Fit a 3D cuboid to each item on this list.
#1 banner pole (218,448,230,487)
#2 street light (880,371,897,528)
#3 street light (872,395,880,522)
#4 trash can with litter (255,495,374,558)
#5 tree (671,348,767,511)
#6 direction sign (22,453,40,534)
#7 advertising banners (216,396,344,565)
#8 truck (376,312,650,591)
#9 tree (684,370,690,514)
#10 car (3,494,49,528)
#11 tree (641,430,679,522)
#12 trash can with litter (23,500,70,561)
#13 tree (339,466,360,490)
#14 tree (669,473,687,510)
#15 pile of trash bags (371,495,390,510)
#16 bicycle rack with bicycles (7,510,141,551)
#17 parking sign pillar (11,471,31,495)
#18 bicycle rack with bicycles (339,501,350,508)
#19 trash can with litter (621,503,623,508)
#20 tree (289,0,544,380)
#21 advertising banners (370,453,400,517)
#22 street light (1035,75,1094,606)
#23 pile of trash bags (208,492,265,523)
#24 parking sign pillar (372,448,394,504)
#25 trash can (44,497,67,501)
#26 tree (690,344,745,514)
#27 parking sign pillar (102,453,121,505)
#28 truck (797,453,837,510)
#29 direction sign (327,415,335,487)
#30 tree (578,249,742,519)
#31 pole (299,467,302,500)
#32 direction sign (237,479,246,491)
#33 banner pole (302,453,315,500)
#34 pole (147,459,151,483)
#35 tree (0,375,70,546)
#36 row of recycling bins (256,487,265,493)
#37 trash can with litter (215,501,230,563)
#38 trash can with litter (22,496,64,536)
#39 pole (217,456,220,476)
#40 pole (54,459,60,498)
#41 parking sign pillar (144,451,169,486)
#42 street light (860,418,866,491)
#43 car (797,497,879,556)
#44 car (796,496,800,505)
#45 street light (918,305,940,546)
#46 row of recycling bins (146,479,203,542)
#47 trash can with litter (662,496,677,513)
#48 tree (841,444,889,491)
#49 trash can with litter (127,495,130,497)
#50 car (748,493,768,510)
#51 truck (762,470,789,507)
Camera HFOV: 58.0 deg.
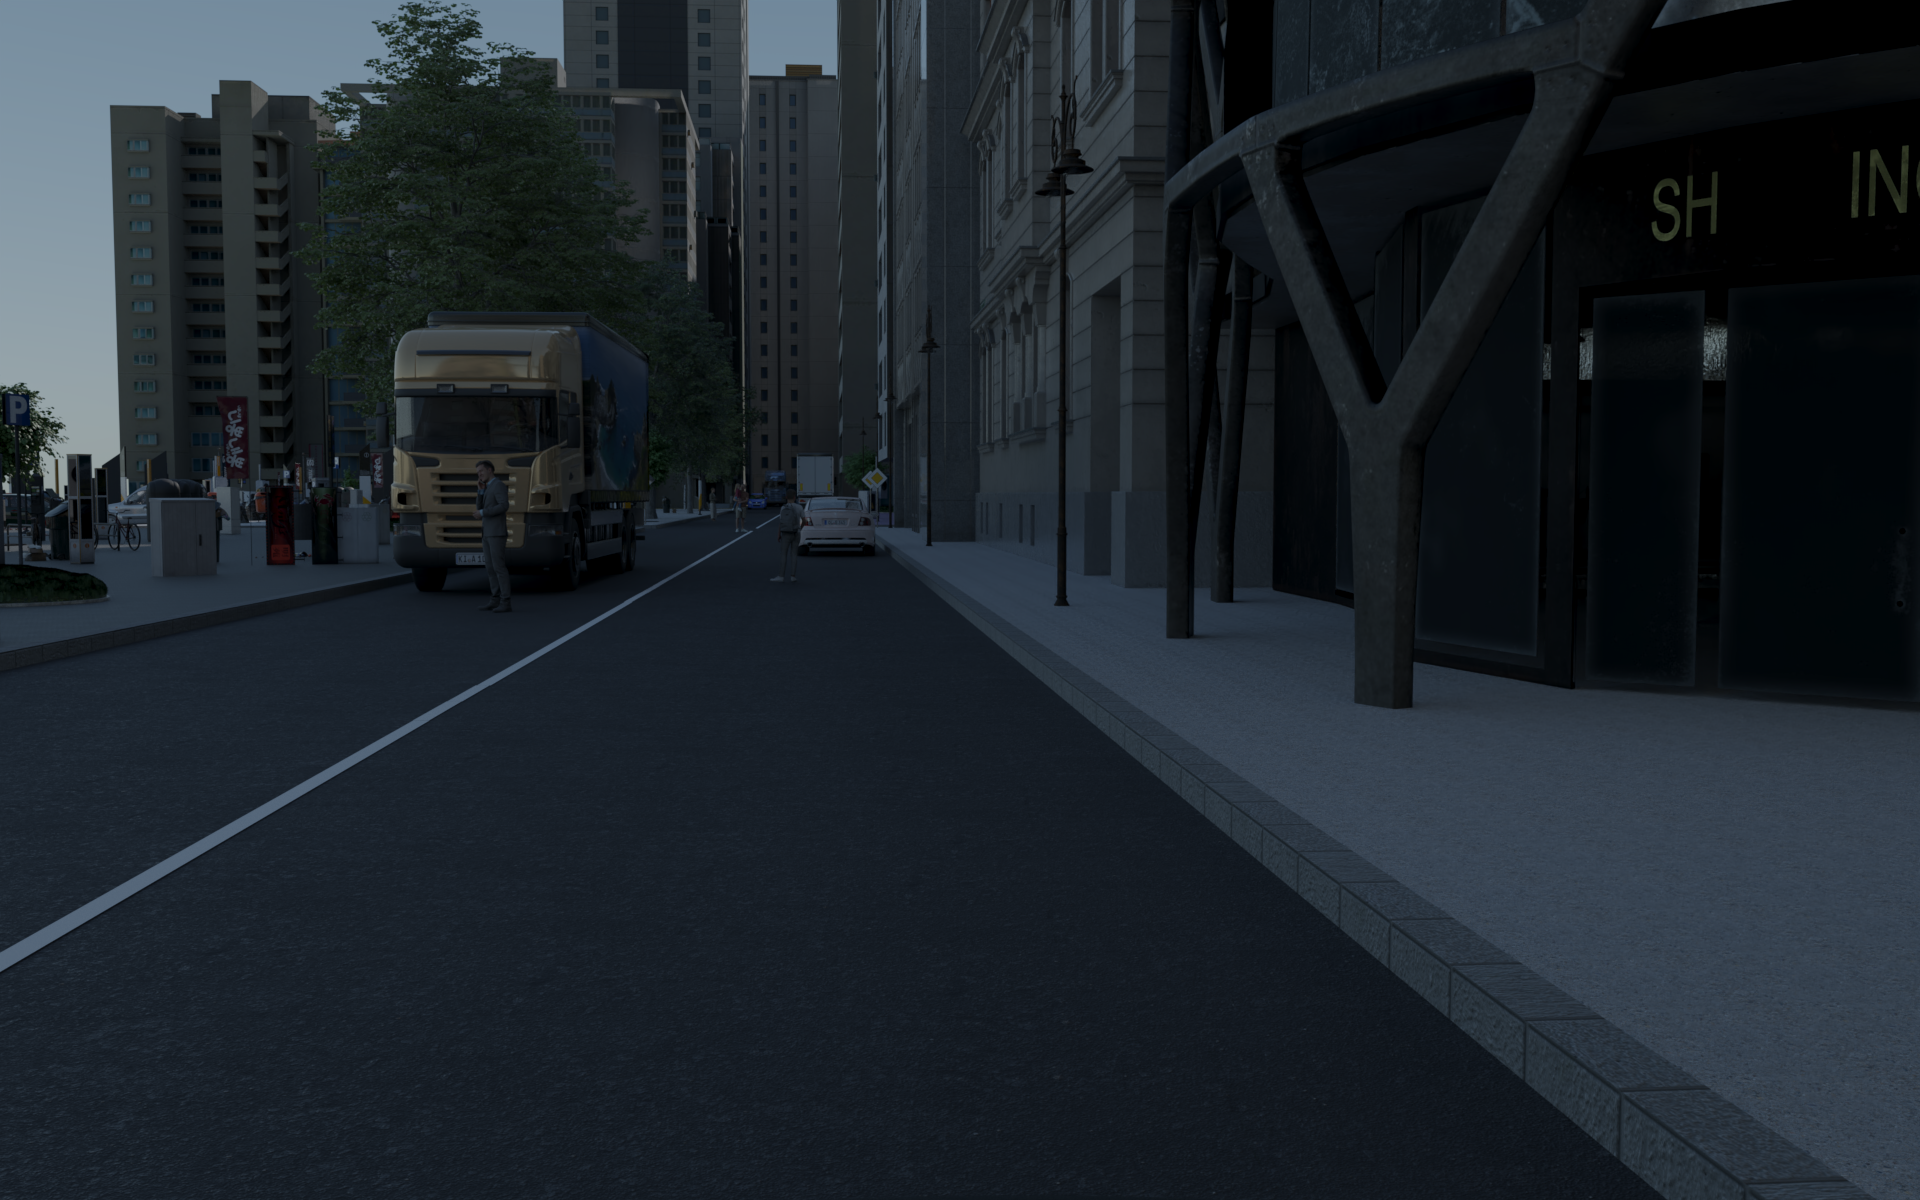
[{"bbox_3d":[-40.036,-6.371,94.182,0.401,3.779,0.863,2,4,32],"label":"banner pole"},{"bbox_3d":[-2.618,-5.645,65.076,0.468,5.910,1.993,0,4,-5],"label":"street light"},{"bbox_3d":[-3.838,-6.594,80.592,0.468,5.910,1.993,0,4,-5],"label":"street light"},{"bbox_3d":[-13.052,-1.482,35.292,2.233,1.210,1.678,0,4,-5],"label":"trash can with litter"},{"bbox_3d":[-19.448,-13.092,131.059,9.611,12.733,9.660,0,3,0],"label":"tree"},{"bbox_3d":[-30.146,-3.905,55.845,0.876,3.537,0.379,-1,4,-18],"label":"direction sign"},{"bbox_3d":[-12.244,-2.142,31.216,2.074,3.025,0.090,-1,4,-19],"label":"advertising banners"},{"bbox_3d":[-7.073,-2.451,28.992,2.839,4.237,11.283,0,4,-4],"label":"truck"},{"bbox_3d":[-12.467,-8.069,50.050,7.486,12.596,7.792,0,3,0],"label":"tree"},{"bbox_3d":[-36.354,-3.527,67.461,4.222,1.686,2.009,0,4,-6],"label":"car"},{"bbox_3d":[-14.585,-5.885,79.941,4.285,4.588,4.351,0,3,0],"label":"tree"},{"bbox_3d":[-17.520,-1.347,33.408,0.624,1.170,1.055,3,4,38],"label":"trash can with litter"},{"bbox_3d":[-40.986,-7.430,116.085,1.663,3.219,1.824,0,3,0],"label":"tree"},{"bbox_3d":[-22.464,-11.703,141.711,4.360,8.622,3.978,0,3,0],"label":"tree"},{"bbox_3d":[-30.384,-4.946,90.623,3.447,1.369,1.912,3,4,36],"label":"pile of trash bags"},{"bbox_3d":[-20.228,-1.581,39.228,2.852,0.926,2.925,-3,5,-44],"label":"bicycle rack with bicycles"},{"bbox_3d":[-71.211,-8.739,131.358,1.447,3.967,1.447,-1,4,-21],"label":"parking sign pillar"},{"bbox_3d":[-31.067,-4.372,84.857,2.852,0.926,2.925,-1,4,-16],"label":"bicycle rack with bicycles"},{"bbox_3d":[-23.342,-6.566,118.409,1.678,1.210,2.233,2,4,25],"label":"trash can with litter"},{"bbox_3d":[-11.805,-7.495,40.666,7.486,12.596,7.792,0,3,0],"label":"tree"},{"bbox_3d":[-23.944,-4.729,73.510,2.074,3.025,0.090,0,4,-3],"label":"advertising banners"},{"bbox_3d":[1.169,-2.871,19.722,0.468,5.910,1.993,0,4,-5],"label":"street light"},{"bbox_3d":[-34.595,-4.522,83.680,3.447,1.369,1.912,-3,4,-36],"label":"pile of trash bags"},{"bbox_3d":[-32.306,-6.661,97.382,1.447,3.967,1.447,0,4,-3],"label":"parking sign pillar"},{"bbox_3d":[-39.455,-3.898,75.386,0.748,1.137,0.748,0,3,0],"label":"trash can"},{"bbox_3d":[-18.165,-11.959,113.650,7.486,12.596,7.792,0,3,0],"label":"tree"},{"bbox_3d":[-53.845,-7.446,110.218,1.447,3.967,1.447,0,4,-3],"label":"parking sign pillar"},{"bbox_3d":[-10.302,-8.282,124.331,2.839,4.237,11.283,0,4,-4],"label":"truck"},{"bbox_3d":[-18.156,-3.551,50.052,0.379,3.537,0.876,-1,4,-9],"label":"direction sign"},{"bbox_3d":[-16.043,-11.147,88.911,9.857,13.997,8.962,0,3,0],"label":"tree"},{"bbox_3d":[-50.027,-8.416,131.438,0.158,3.312,0.155,0,3,0],"label":"pole"},{"bbox_3d":[-55.820,-8.723,134.624,0.876,3.537,0.379,2,4,26],"label":"direction sign"},{"bbox_3d":[-39.398,-7.012,104.666,0.863,3.779,0.401,0,4,-6],"label":"banner pole"},{"bbox_3d":[-47.360,-6.568,101.224,0.158,3.312,0.155,0,3,0],"label":"pole"},{"bbox_3d":[-23.977,-3.622,42.929,4.285,4.588,4.351,0,3,0],"label":"tree"},{"bbox_3d":[-38.225,-5.410,95.561,1.069,1.692,3.534,-2,4,-26],"label":"row of recycling bins"},{"bbox_3d":[-13.996,-1.252,31.862,0.624,1.170,1.055,1,4,14],"label":"trash can with litter"},{"bbox_3d":[-28.272,-2.594,53.470,1.678,1.210,2.233,1,4,20],"label":"trash can with litter"},{"bbox_3d":[-40.052,-6.099,93.567,0.158,3.312,0.155,0,3,0],"label":"pole"},{"bbox_3d":[-52.378,-6.522,100.479,0.158,3.312,0.155,0,3,0],"label":"pole"},{"bbox_3d":[-49.862,-7.280,107.503,1.447,3.967,1.447,-1,4,-8],"label":"parking sign pillar"},{"bbox_3d":[-5.762,-7.973,103.141,0.468,5.910,1.993,0,4,-5],"label":"street light"},{"bbox_3d":[-2.986,-1.791,41.647,2.083,1.381,4.827,0,4,-4],"label":"car"},{"bbox_3d":[-14.246,-9.072,160.332,2.014,1.417,4.499,0,4,-5],"label":"car"},{"bbox_3d":[-0.760,-4.261,42.462,0.468,5.910,1.993,0,4,-5],"label":"street light"},{"bbox_3d":[-21.697,-2.502,48.020,1.069,1.692,3.534,-1,4,-12],"label":"row of recycling bins"},{"bbox_3d":[-19.484,-6.423,116.397,1.055,1.170,0.624,-1,4,-10],"label":"trash can with litter"},{"bbox_3d":[-6.176,-7.960,113.859,4.285,4.588,4.351,0,3,0],"label":"tree"},{"bbox_3d":[-63.544,-7.419,132.359,2.233,1.210,1.678,3,5,39],"label":"trash can with litter"},{"bbox_3d":[-18.824,-9.253,160.874,1.945,1.707,3.694,0,4,-5],"label":"car"},{"bbox_3d":[-21.559,-13.055,203.199,2.967,4.110,18.799,0,4,-5],"label":"truck"}]
